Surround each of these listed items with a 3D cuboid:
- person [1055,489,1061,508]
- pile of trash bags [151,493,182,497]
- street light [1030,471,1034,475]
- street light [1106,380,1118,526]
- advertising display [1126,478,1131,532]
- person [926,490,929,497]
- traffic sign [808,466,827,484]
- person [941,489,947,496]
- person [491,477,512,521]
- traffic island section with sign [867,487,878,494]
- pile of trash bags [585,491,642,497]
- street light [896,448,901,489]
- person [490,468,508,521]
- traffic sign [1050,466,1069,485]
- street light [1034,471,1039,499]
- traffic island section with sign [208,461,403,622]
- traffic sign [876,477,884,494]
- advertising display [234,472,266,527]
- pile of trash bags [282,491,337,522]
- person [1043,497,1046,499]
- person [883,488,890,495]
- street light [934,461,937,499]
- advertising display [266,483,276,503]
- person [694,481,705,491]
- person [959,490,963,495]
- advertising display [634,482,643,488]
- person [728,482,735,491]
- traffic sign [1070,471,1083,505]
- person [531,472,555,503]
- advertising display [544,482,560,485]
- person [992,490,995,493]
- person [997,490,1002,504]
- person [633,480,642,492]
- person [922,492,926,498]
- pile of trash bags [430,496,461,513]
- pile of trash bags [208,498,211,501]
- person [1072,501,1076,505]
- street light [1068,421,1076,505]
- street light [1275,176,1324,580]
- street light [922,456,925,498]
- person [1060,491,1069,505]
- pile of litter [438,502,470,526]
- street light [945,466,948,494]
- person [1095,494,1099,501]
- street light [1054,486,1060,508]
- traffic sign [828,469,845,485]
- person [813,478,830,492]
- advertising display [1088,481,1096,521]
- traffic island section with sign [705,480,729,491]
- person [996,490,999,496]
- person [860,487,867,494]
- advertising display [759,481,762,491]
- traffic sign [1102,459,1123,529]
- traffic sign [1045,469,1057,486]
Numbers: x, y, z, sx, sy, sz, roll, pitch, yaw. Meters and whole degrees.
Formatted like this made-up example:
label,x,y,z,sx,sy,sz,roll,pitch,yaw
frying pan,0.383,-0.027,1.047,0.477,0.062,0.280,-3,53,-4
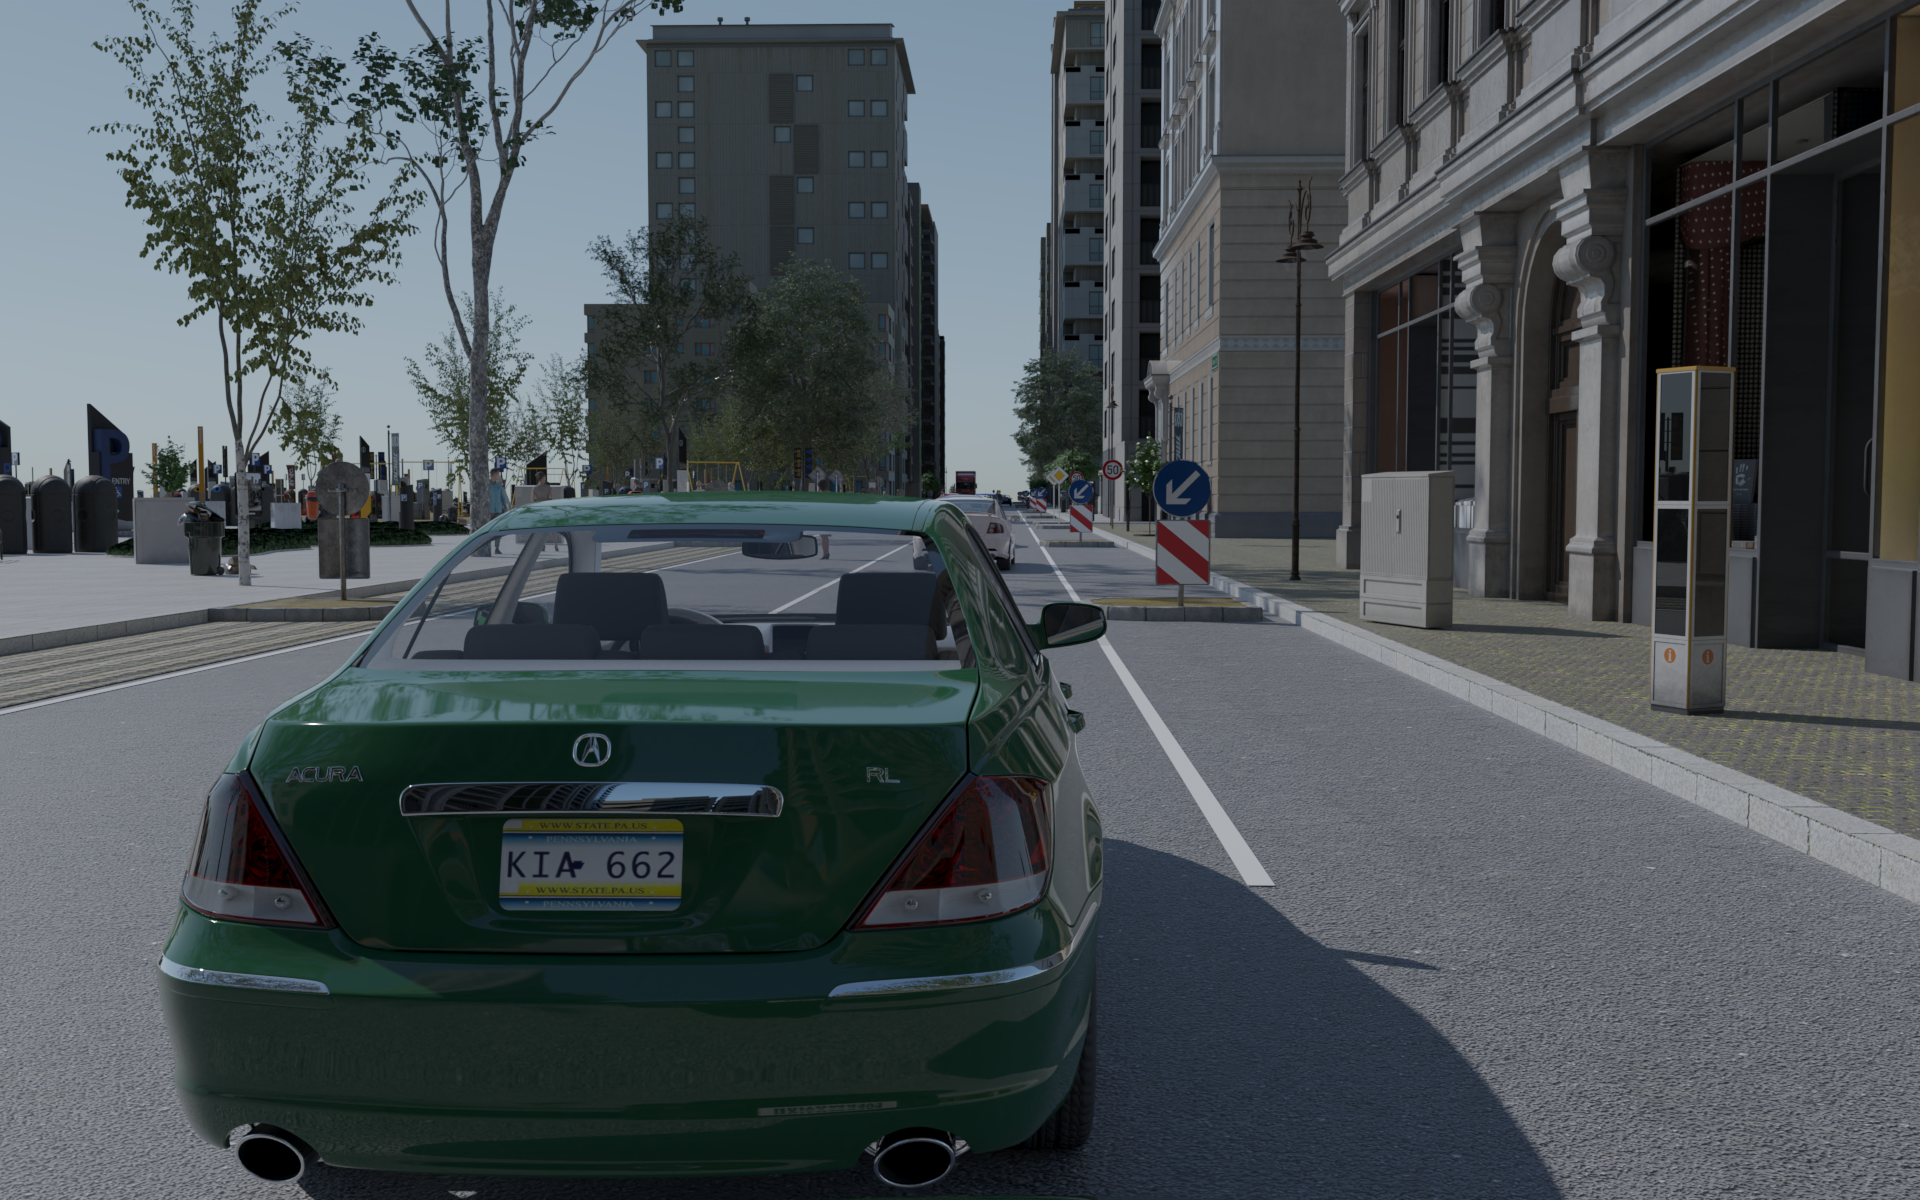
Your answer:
label,x,y,z,sx,sy,sz,roll,pitch,yaw
person,9.401,-9.608,163.227,1.348,1.812,0.705,-3,5,-43
pile of trash bags,-43.404,-5.051,92.333,1.912,1.369,3.447,3,4,37
street light,11.485,-18.091,268.571,0.468,5.910,1.993,0,4,2
street light,6.180,-5.972,70.429,0.468,5.910,1.993,0,4,2
advertising display,5.797,-3.331,59.671,0.123,1.923,0.974,0,4,8
person,-3.937,-12.577,211.700,0.705,1.821,1.348,0,4,-8
traffic sign,-5.945,-4.286,72.273,0.795,2.593,0.064,0,4,2
person,-0.913,-5.669,102.031,0.563,1.720,0.643,3,5,44
person,-13.203,-2.639,49.680,0.782,1.767,0.515,1,4,10
traffic island section with sign,-5.157,-5.737,102.434,1.989,1.847,2.006,0,4,2
pile of trash bags,-11.284,-2.632,52.786,3.447,1.369,1.912,-2,4,-23
street light,-5.644,-11.345,158.282,0.468,5.910,1.993,0,4,2
person,-10.017,-1.909,37.111,0.638,1.841,0.748,-2,4,-31
traffic sign,4.145,-4.268,71.978,0.795,2.593,0.064,0,4,2
street light,10.479,-15.803,231.171,0.468,5.910,1.993,0,4,2
traffic island section with sign,-7.391,-0.710,20.244,1.989,1.847,2.006,0,4,2
traffic sign,-6.087,-7.932,129.797,0.768,2.556,0.104,1,4,11
advertising display,-20.678,-2.761,50.355,0.123,1.923,0.974,1,4,21
pile of trash bags,-21.924,-2.967,58.266,1.912,1.369,3.447,-2,4,-27
person,9.524,-11.496,194.916,0.541,1.710,0.530,1,4,9
person,-6.063,-8.362,143.113,0.532,1.782,0.716,-1,4,-13
street light,-3.393,-16.351,240.128,0.468,5.910,1.993,0,4,2
advertising display,-40.579,-5.945,102.406,0.974,1.923,0.123,-3,5,-41
person,-8.927,-3.286,60.440,0.731,1.740,0.598,-3,5,-41
person,0.096,-10.561,181.167,1.348,1.824,0.705,-3,5,-43
advertising display,-17.674,-5.554,96.023,0.974,1.923,0.123,2,4,33
person,-9.490,-4.016,72.197,0.515,1.767,0.782,3,5,41
traffic sign,6.556,-5.953,97.444,0.768,2.556,0.104,0,4,4
person,-9.281,-1.978,38.727,0.599,1.781,0.374,-1,4,-16
advertising display,-22.740,-5.583,96.493,0.974,1.923,0.123,-2,4,-34
person,3.149,-9.292,160.431,0.705,1.824,1.348,1,4,13
person,3.280,-8.402,146.287,0.534,1.772,0.576,1,4,21
person,-12.761,-3.815,68.195,0.755,1.850,0.659,1,4,12
person,-5.049,-14.243,239.721,0.742,1.727,0.445,3,4,36
pile of trash bags,-35.992,-6.721,119.647,3.447,1.369,1.912,2,4,28
pile of trash bags,-48.854,-6.183,110.847,1.912,1.369,3.447,2,4,28
person,7.012,-5.811,105.737,0.332,1.250,0.352,-1,4,-14
street light,7.097,-8.357,109.425,0.468,5.910,1.993,0,4,2
street light,4.994,-3.232,25.632,0.468,5.910,1.993,0,4,2
street light,-4.344,-14.173,204.523,0.468,5.910,1.993,0,4,2
person,9.732,-9.239,157.185,1.350,1.814,0.705,1,4,21
pile of litter,-20.366,-3.416,69.814,1.719,0.858,1.176,-1,4,-11
street light,-2.216,-19.091,284.926,0.468,5.910,1.993,0,4,2
person,13.308,-10.139,171.449,0.705,1.869,1.348,-2,4,-34
street light,8.473,-11.102,154.302,0.468,5.910,1.993,0,4,2
traffic sign,-5.728,-4.775,80.255,0.795,2.593,0.064,0,4,2
person,-2.999,-1.780,37.960,0.532,1.782,0.716,3,4,36
advertising display,6.376,-4.810,83.859,0.123,1.923,0.974,-1,4,-11
traffic island section with sign,-6.657,-2.366,47.313,1.989,1.847,2.006,0,4,2
person,3.040,-8.893,154.123,1.509,1.804,0.699,-3,5,-42
person,-5.049,-5.037,90.832,0.794,1.824,0.713,1,4,21
advertising display,-9.559,-4.761,83.059,0.123,1.923,0.974,-1,4,-9
traffic sign,5.612,-3.888,63.669,0.768,2.556,0.104,0,4,7
traffic sign,4.362,-4.757,79.960,0.795,2.593,0.064,0,4,2
